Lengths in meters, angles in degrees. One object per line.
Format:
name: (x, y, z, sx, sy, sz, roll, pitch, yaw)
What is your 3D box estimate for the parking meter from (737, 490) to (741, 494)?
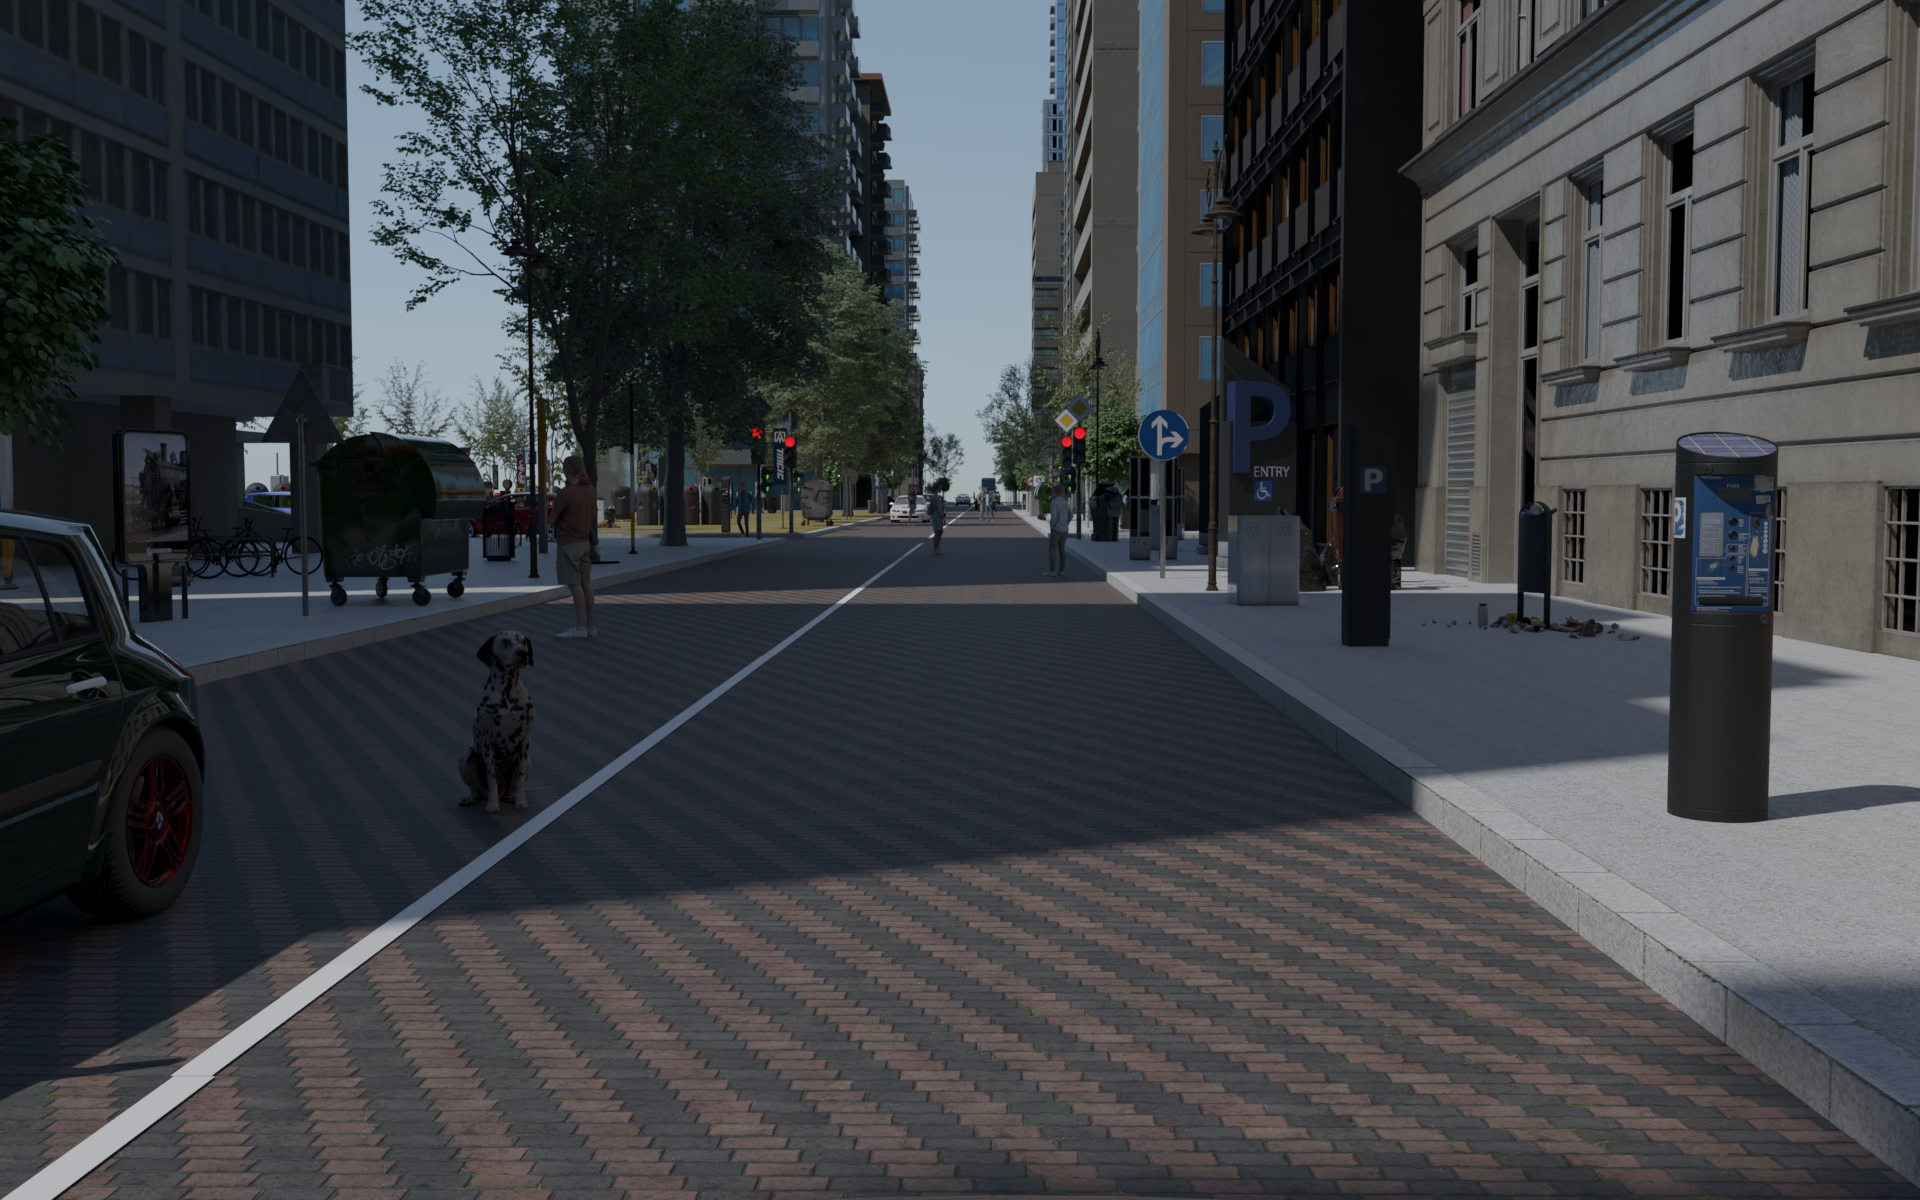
parking meter: (-14.329, -6.396, 112.986, 0.372, 1.533, 0.369, 0, 3, 0)

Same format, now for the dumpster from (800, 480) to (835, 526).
dumpster: (-5.739, -3.904, 69.583, 1.264, 1.857, 1.865, 0, 4, 1)

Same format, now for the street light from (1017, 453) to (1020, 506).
street light: (5.630, -11.215, 156.146, 0.468, 5.910, 1.993, 0, 4, 1)

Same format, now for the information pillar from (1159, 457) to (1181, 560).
information pillar: (4.089, -1.804, 33.988, 0.304, 2.012, 0.304, 1, 4, 21)

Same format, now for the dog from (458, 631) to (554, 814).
dog: (-2.068, 0.535, 8.083, 0.513, 0.831, 0.800, 1, 4, 14)

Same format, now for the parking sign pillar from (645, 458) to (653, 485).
parking sign pillar: (-22.490, -8.486, 127.215, 1.447, 3.967, 1.447, -3, 5, -44)

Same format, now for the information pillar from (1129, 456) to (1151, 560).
information pillar: (3.493, -1.779, 33.575, 0.304, 2.012, 0.304, -2, 4, -31)

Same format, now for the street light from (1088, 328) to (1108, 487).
street light: (3.844, -4.626, 48.427, 0.468, 5.910, 1.993, 0, 4, 1)

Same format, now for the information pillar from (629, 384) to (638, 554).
information pillar: (-6.998, -2.791, 36.980, 0.183, 3.616, 0.504, -1, 4, -9)

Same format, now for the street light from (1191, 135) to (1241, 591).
street light: (3.345, -3.059, 22.795, 0.468, 5.910, 1.993, 0, 4, 1)

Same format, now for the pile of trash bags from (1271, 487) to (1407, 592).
pile of trash bags: (4.960, -0.809, 22.975, 1.912, 1.369, 3.447, 0, 4, 4)

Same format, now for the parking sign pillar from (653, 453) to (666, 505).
parking sign pillar: (-14.733, -6.106, 88.307, 1.447, 3.967, 1.447, -1, 4, -14)

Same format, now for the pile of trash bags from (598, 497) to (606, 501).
pile of trash bags: (-19.991, -5.667, 102.410, 3.447, 1.369, 1.912, 1, 4, 19)

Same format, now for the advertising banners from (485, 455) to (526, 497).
advertising banners: (-20.152, -4.922, 76.661, 2.074, 3.025, 0.090, -1, 4, -17)

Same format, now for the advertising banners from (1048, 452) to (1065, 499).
advertising banners: (4.132, -4.712, 73.221, 0.090, 3.025, 2.074, 2, 4, 27)

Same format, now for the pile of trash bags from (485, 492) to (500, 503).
pile of trash bags: (-24.341, -5.084, 92.881, 1.912, 1.369, 3.447, -3, 4, -37)

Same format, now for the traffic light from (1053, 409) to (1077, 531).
traffic light: (3.473, -4.151, 56.784, 0.839, 4.253, 0.868, 0, 4, 1)

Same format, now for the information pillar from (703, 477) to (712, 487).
information pillar: (-11.186, -4.420, 76.756, 0.304, 2.012, 0.304, 3, 4, 38)

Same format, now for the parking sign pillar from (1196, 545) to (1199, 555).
parking sign pillar: (5.759, -2.952, 36.743, 1.447, 3.967, 1.447, 2, 4, 26)

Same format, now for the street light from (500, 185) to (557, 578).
street light: (-6.522, -3.275, 26.337, 0.468, 5.910, 1.993, 0, 4, 1)

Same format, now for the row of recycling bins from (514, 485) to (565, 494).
row of recycling bins: (-19.905, -4.653, 83.186, 3.534, 1.692, 1.069, 2, 4, 24)

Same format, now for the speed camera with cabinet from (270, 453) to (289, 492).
speed camera with cabinet: (-31.911, -5.417, 82.910, 2.038, 3.252, 0.660, 0, 4, 7)

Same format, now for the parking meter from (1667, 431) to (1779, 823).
parking meter: (3.029, 0.093, 6.883, 0.372, 1.533, 0.369, 0, 3, 0)

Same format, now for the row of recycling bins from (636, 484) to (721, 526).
row of recycling bins: (-11.569, -3.926, 71.310, 3.534, 1.692, 1.069, -2, 4, -25)

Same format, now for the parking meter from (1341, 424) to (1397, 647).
parking meter: (3.452, -0.545, 14.628, 0.399, 1.863, 0.255, 0, 4, -6)

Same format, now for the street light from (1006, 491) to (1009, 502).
street light: (7.486, -17.925, 265.853, 0.468, 5.910, 1.993, 0, 4, 1)

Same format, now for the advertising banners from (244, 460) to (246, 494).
advertising banners: (-35.832, -5.627, 88.186, 2.074, 3.025, 0.090, -1, 4, -21)

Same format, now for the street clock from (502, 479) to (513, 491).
street clock: (-22.102, -4.896, 84.619, 0.471, 2.002, 0.358, 2, 4, 25)

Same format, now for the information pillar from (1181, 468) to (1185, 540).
information pillar: (6.059, -2.666, 48.088, 0.304, 2.012, 0.304, 1, 4, 22)

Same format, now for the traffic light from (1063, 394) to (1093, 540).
traffic light: (3.336, -3.662, 48.800, 0.839, 4.253, 0.868, 0, 4, 1)

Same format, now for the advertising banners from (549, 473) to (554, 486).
advertising banners: (-28.738, -7.536, 119.405, 0.090, 3.025, 2.074, 3, 4, 36)

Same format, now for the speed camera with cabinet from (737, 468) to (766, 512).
speed camera with cabinet: (-15.035, -7.981, 124.824, 2.038, 3.252, 0.660, 1, 4, 8)

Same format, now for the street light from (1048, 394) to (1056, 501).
street light: (4.342, -6.591, 80.544, 0.468, 5.910, 1.993, 0, 4, 1)

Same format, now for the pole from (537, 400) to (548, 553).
pole: (-9.033, -2.668, 37.457, 0.158, 3.312, 0.155, 0, 3, 0)

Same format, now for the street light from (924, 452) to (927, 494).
street light: (-3.719, -13.004, 185.398, 0.468, 5.910, 1.993, 0, 4, 1)

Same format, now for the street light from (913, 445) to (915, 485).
street light: (-4.306, -11.438, 159.793, 0.468, 5.910, 1.993, 0, 4, 1)

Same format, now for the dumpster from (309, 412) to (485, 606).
dumpster: (-6.641, -1.102, 20.510, 1.502, 2.255, 1.985, 0, 4, 1)

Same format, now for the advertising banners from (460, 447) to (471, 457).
advertising banners: (-18.807, -4.133, 63.763, 0.090, 3.025, 2.074, 3, 4, 36)

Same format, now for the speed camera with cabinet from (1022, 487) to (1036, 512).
speed camera with cabinet: (5.121, -7.987, 124.919, 0.660, 3.252, 2.038, -1, 4, -21)

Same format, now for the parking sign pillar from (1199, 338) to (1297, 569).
parking sign pillar: (5.183, -2.548, 30.133, 1.447, 3.967, 1.447, -1, 4, -17)

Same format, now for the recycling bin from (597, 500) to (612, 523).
recycling bin: (-14.208, -3.417, 68.417, 0.722, 1.027, 0.722, 1, 4, 16)

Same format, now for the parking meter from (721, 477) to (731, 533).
parking meter: (-7.790, -3.173, 57.596, 0.255, 1.863, 0.399, 0, 4, 3)

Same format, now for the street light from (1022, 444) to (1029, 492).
street light: (5.125, -9.711, 131.562, 0.468, 5.910, 1.993, 0, 4, 1)

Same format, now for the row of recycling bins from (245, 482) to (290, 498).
row of recycling bins: (-24.333, -3.302, 61.097, 3.534, 1.692, 1.069, -2, 4, -25)

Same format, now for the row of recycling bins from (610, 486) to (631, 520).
row of recycling bins: (-17.232, -4.948, 88.018, 1.069, 1.692, 3.534, 0, 4, -5)

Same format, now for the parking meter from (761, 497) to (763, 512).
parking meter: (-14.537, -7.346, 125.820, 0.255, 1.863, 0.399, 2, 4, 30)

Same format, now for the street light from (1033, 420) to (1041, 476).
street light: (4.708, -8.145, 105.957, 0.468, 5.910, 1.993, 0, 4, 1)

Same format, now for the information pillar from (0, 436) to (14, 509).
information pillar: (-12.807, -1.950, 23.240, 0.183, 3.616, 0.504, -1, 4, -20)

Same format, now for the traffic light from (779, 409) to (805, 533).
traffic light: (-5.538, -4.159, 56.921, 0.839, 4.253, 0.868, 0, 4, 1)

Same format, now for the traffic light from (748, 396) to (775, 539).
traffic light: (-5.674, -3.671, 48.938, 0.839, 4.253, 0.868, 0, 4, 1)

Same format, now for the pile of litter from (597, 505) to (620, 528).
pile of litter: (-13.517, -3.166, 65.733, 1.176, 0.858, 1.719, -1, 4, -17)
